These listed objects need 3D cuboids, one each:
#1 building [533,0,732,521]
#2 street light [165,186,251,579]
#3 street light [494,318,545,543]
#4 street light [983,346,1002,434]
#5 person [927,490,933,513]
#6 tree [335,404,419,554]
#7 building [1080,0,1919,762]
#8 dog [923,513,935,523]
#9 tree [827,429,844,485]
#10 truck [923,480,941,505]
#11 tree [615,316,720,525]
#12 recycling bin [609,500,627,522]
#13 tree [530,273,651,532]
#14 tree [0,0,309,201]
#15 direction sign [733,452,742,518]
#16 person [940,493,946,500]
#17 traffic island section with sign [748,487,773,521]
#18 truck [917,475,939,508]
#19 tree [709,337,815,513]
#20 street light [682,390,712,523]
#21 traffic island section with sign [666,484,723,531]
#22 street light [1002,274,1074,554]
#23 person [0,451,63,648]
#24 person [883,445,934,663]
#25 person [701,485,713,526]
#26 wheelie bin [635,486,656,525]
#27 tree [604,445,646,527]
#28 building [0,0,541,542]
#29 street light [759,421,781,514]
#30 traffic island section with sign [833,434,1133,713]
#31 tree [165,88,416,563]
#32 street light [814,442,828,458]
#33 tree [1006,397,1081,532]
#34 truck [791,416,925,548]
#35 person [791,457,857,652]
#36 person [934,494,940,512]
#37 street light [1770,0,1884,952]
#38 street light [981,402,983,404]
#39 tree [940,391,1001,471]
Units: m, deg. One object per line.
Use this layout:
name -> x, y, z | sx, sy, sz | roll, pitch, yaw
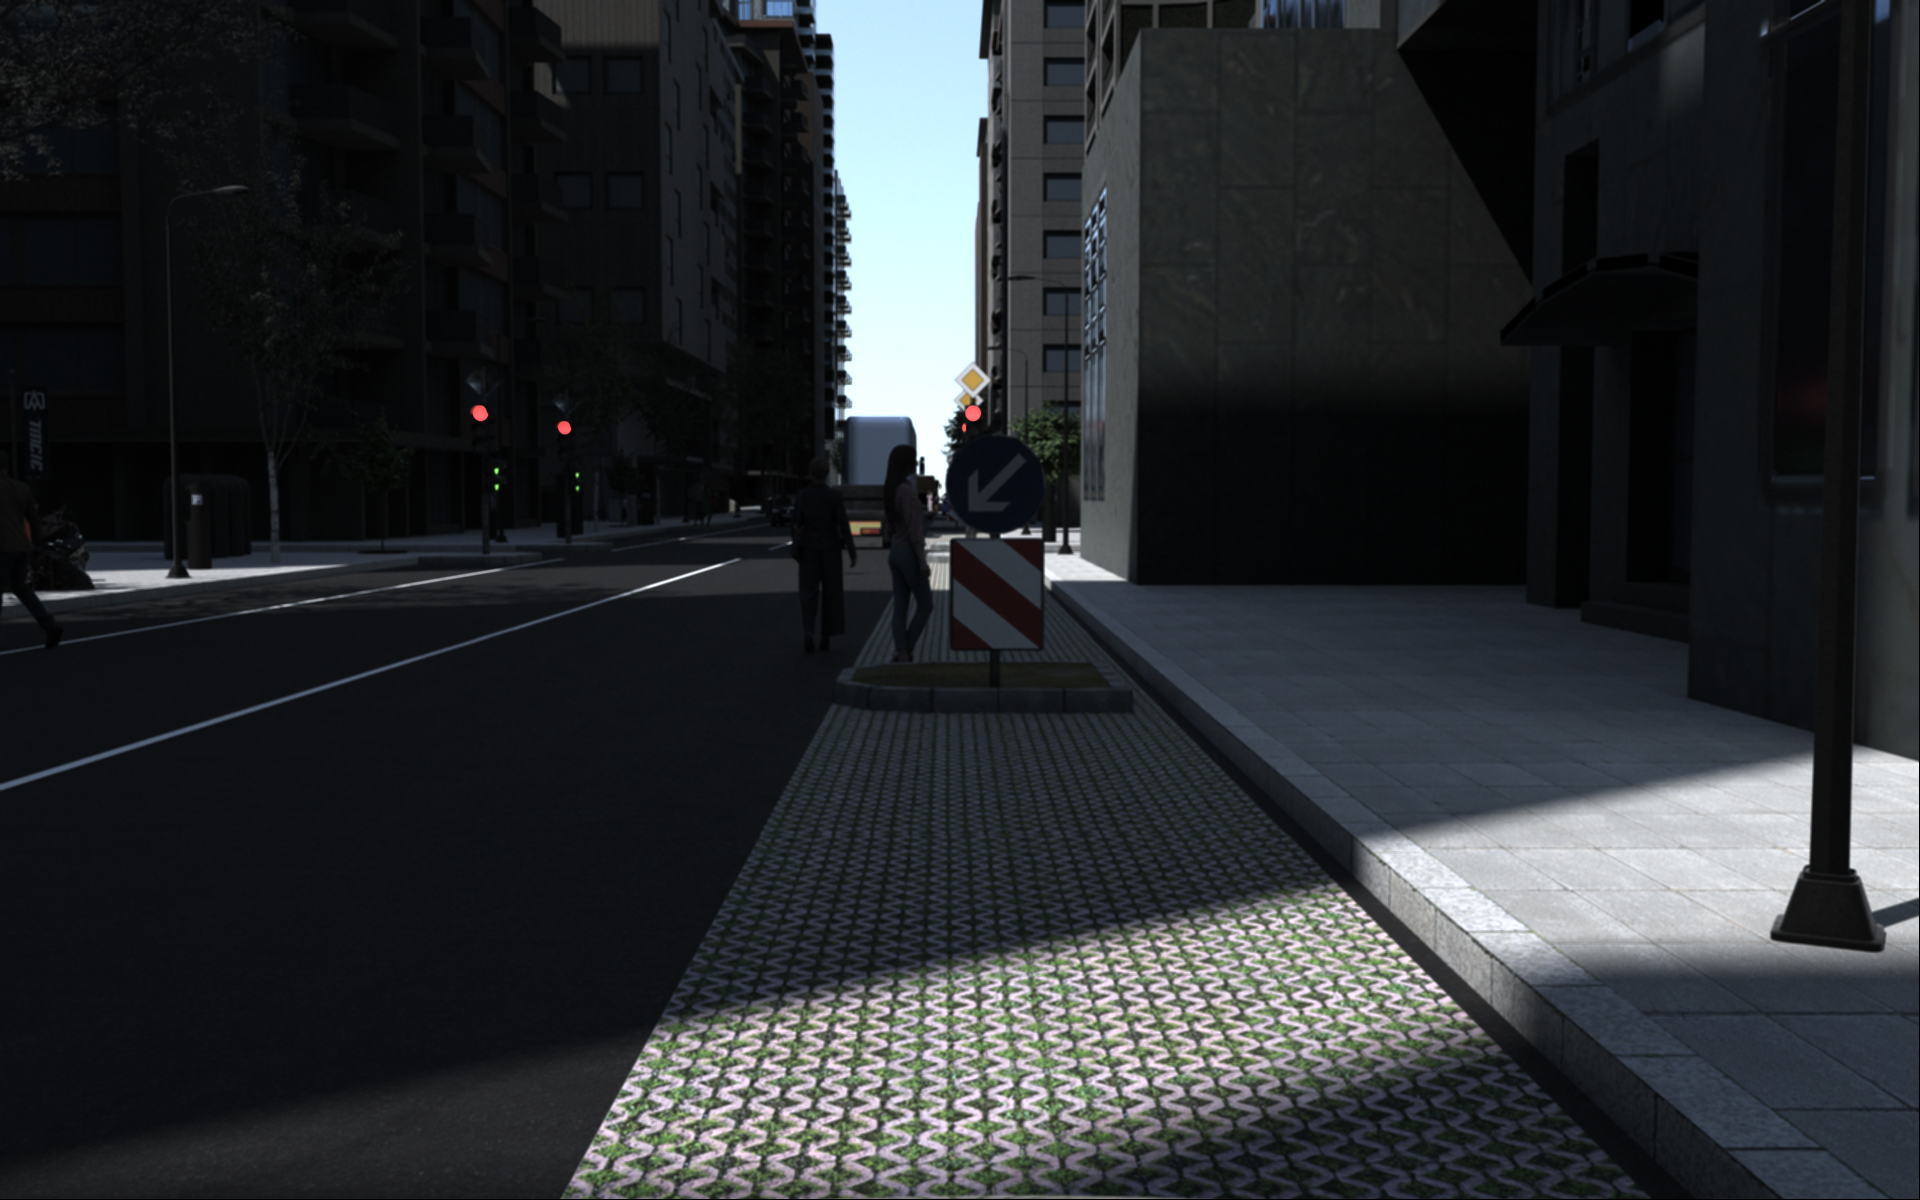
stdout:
building -> -27.662, -30.891, 94.306 | 28.713, 52.752, 27.495 | 0, 4, 0
street light -> -11.397, -3.286, 26.272 | 1.470, 5.913, 1.316 | 0, 4, 0
street light -> -11.611, -4.476, 45.728 | 1.470, 5.913, 1.316 | 0, 4, 0
street light -> 1.547, -5.012, 54.485 | 1.470, 5.913, 1.316 | 0, 4, 0
person -> -2.286, -7.507, 131.900 | 0.551, 1.740, 0.621 | 1, 4, 19
tree -> -12.459, -2.622, 37.467 | 1.663, 3.219, 1.824 | 0, 3, 0
building -> 13.683, -43.066, 16.807 | 22.319, 86.520, 31.000 | 0, 4, 0
dog -> -1.552, -4.145, 87.062 | 0.540, 0.507, 0.406 | -2, 4, -24
tree -> -13.262, -15.027, 196.052 | 4.737, 8.622, 4.395 | 0, 3, 0
truck -> -4.293, -14.700, 236.270 | 3.469, 3.379, 9.791 | 0, 4, 0
tree -> -12.466, -7.480, 72.659 | 4.360, 8.622, 3.978 | 0, 3, 0
recycling bin -> -15.858, -4.149, 80.393 | 0.722, 1.027, 0.722 | 0, 4, 5
tree -> -12.331, -6.598, 58.239 | 4.737, 8.622, 4.395 | 0, 3, 0
tree -> -12.663, -6.632, 18.806 | 12.009, 13.543, 11.850 | 0, 3, 0
direction sign -> -12.326, -6.379, 96.295 | 0.379, 3.537, 0.876 | 1, 4, 19
person -> -1.017, -8.125, 141.299 | 1.348, 1.831, 0.705 | 1, 4, 20
traffic island section with sign -> -10.479, -5.244, 94.365 | 1.989, 1.847, 2.006 | 0, 4, 0
truck -> -3.911, -11.168, 178.520 | 3.469, 3.379, 9.791 | 0, 4, 0
tree -> -13.295, -11.616, 115.672 | 9.928, 11.665, 9.643 | 0, 3, 0
street light -> -11.777, -6.429, 77.658 | 1.470, 5.913, 1.316 | 0, 4, 0
traffic island section with sign -> -10.302, -3.595, 67.411 | 1.989, 1.847, 2.006 | 0, 4, 0
street light -> 1.716, -3.929, 36.780 | 1.470, 5.913, 1.316 | 0, 4, 0
person -> -8.735, -0.462, 15.965 | 0.836, 1.842, 0.656 | -1, 4, -14
person -> -0.404, -0.322, 13.773 | 0.388, 1.821, 0.555 | -3, 4, -36
person -> -10.519, -3.854, 71.761 | 0.529, 1.795, 0.600 | -1, 4, -16
wheelie bin -> -12.994, -3.889, 71.496 | 0.693, 1.594, 0.980 | -3, 4, -39
tree -> -13.142, -4.484, 67.915 | 1.663, 3.219, 1.824 | 0, 3, 0
building -> -26.048, -24.699, 58.447 | 22.147, 44.769, 28.867 | 0, 4, 0
street light -> -12.077, -8.412, 110.078 | 1.470, 5.913, 1.316 | 0, 4, 0
traffic island section with sign -> 0.125, -0.218, 12.190 | 1.989, 1.847, 2.006 | 0, 4, 0
tree -> -12.535, -4.984, 31.847 | 4.360, 8.622, 3.978 | 0, 3, 0
street light -> -12.371, -11.083, 153.742 | 1.470, 5.913, 1.316 | 0, 4, 0
tree -> 2.970, -4.578, 58.568 | 4.285, 4.588, 4.351 | 0, 3, 0
truck -> -2.947, -3.929, 53.998 | 2.967, 4.110, 18.799 | 0, 4, 1
person -> -1.254, -0.422, 15.822 | 0.576, 1.772, 0.534 | -1, 4, -15
person -> -1.827, -7.774, 138.837 | 0.421, 1.427, 0.697 | -1, 4, -12
street light -> 1.977, -1.976, 4.850 | 1.470, 5.913, 1.316 | 0, 4, 0
street light -> 1.384, -7.009, 87.131 | 1.470, 5.913, 1.316 | 0, 4, 0
tree -> 2.460, -18.210, 204.383 | 9.857, 13.997, 8.962 | 0, 3, 0
